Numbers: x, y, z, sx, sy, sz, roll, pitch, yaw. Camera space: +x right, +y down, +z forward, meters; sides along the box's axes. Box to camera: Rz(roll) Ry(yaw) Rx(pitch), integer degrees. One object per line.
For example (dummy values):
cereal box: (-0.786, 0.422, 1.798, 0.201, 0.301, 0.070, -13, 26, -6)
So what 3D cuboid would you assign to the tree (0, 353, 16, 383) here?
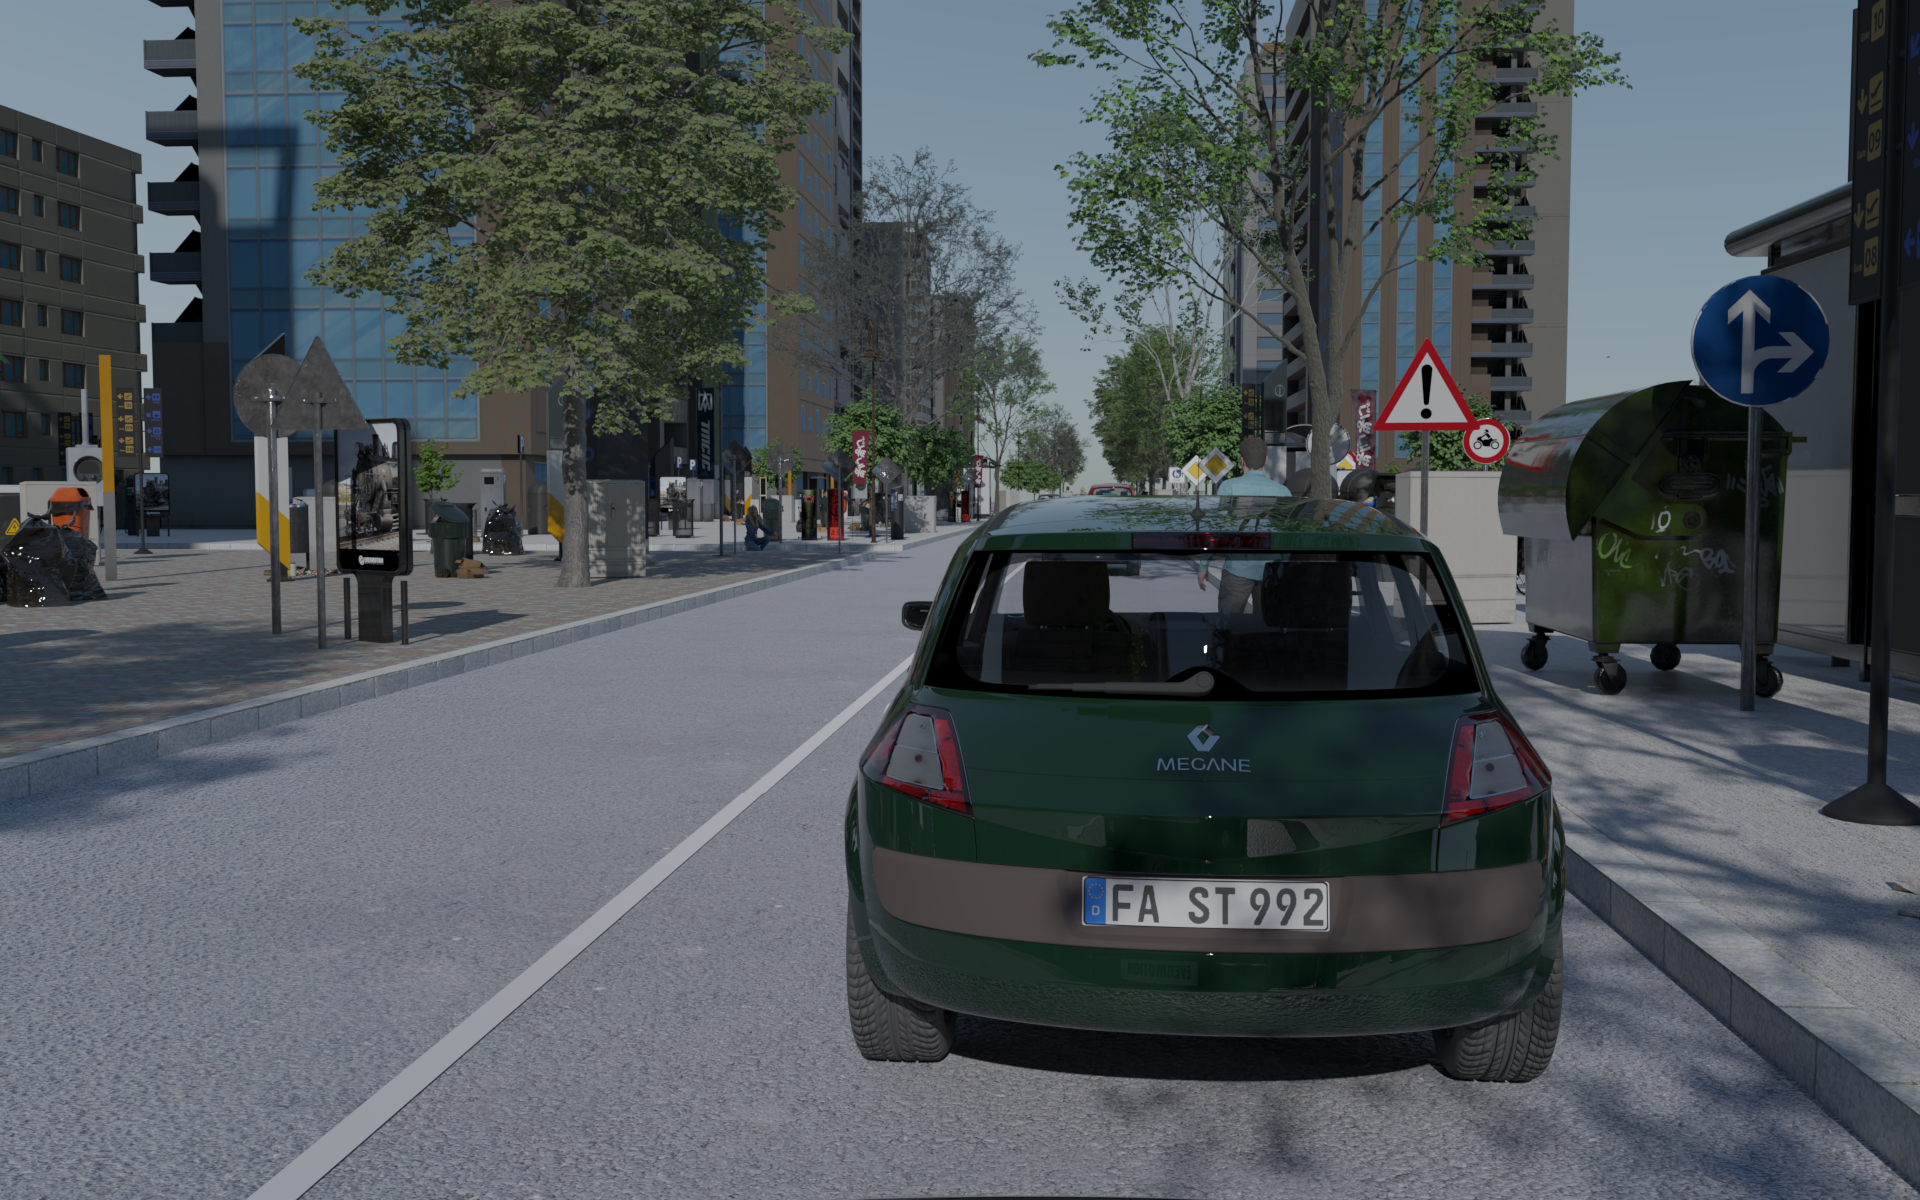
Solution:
tree: (-5.832, -0.848, 8.472, 1.663, 3.219, 1.824, 0, 3, 0)

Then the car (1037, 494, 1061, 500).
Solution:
car: (5.189, -5.364, 99.493, 2.131, 1.459, 4.920, 0, 4, 4)

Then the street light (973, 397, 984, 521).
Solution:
street light: (0.861, -6.721, 82.672, 0.468, 5.910, 1.993, 0, 4, 5)

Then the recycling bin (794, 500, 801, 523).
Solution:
recycling bin: (-7.377, -4.016, 78.216, 0.722, 1.027, 0.722, 3, 4, 36)

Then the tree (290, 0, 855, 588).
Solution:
tree: (-5.365, -6.475, 23.995, 7.486, 12.596, 7.792, 0, 3, 0)

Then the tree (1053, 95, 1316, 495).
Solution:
tree: (10.660, -13.786, 81.295, 12.611, 20.169, 13.585, 0, 3, 0)

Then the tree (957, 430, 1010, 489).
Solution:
tree: (-0.955, -5.324, 70.763, 4.285, 4.588, 4.351, 0, 3, 0)

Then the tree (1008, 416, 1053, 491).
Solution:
tree: (6.362, -12.377, 152.733, 4.360, 8.622, 3.978, 0, 3, 0)

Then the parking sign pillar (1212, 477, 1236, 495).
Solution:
parking sign pillar: (9.398, -4.369, 59.907, 1.447, 3.967, 1.447, -1, 4, -10)

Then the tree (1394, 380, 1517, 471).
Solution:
tree: (14.399, -4.076, 50.355, 4.285, 4.588, 4.351, 0, 3, 0)

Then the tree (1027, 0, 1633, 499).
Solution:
tree: (4.656, -5.889, 22.033, 9.928, 11.665, 9.643, 0, 3, 0)

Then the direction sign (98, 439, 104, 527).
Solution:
direction sign: (-33.147, -4.574, 66.790, 0.379, 3.537, 0.876, 1, 4, 18)

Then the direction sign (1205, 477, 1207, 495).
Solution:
direction sign: (14.116, -6.395, 96.560, 0.379, 3.537, 0.876, -3, 5, -40)

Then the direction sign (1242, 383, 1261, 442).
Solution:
direction sign: (6.127, -2.671, 35.674, 0.876, 3.537, 0.379, -2, 4, -34)

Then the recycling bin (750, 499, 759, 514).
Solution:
recycling bin: (-9.354, -4.185, 80.981, 0.722, 1.027, 0.722, 1, 4, 10)

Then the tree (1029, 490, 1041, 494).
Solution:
tree: (7.259, -10.485, 166.023, 1.663, 3.219, 1.824, 0, 3, 0)

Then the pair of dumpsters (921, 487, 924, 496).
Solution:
pair of dumpsters: (-2.800, -5.289, 88.963, 1.574, 2.255, 4.437, 0, 4, 5)

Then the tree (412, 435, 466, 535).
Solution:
tree: (-16.731, -3.670, 54.610, 1.663, 3.219, 1.824, 0, 3, 0)

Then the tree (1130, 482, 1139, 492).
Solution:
tree: (24.404, -15.384, 246.125, 1.663, 3.219, 1.824, 0, 3, 0)

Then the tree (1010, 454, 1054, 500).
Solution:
tree: (4.681, -9.475, 138.628, 4.285, 4.588, 4.351, 0, 3, 0)

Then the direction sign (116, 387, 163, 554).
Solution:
direction sign: (-17.466, -2.748, 36.934, 0.876, 3.537, 0.379, -1, 4, -22)

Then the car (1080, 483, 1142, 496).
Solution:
car: (5.384, -3.237, 61.599, 2.281, 1.827, 5.304, 0, 4, 4)

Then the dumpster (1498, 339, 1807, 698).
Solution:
dumpster: (4.615, -0.564, 11.716, 1.502, 2.255, 1.985, 0, 4, 5)

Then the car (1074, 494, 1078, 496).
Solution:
car: (14.755, -12.378, 214.379, 2.014, 1.417, 4.499, 0, 4, 4)

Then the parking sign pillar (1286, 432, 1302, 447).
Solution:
parking sign pillar: (10.717, -4.234, 57.693, 1.447, 3.967, 1.447, 1, 4, 10)

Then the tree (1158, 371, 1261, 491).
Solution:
tree: (6.967, -3.839, 46.483, 4.285, 4.588, 4.351, 0, 3, 0)

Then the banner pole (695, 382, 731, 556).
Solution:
banner pole: (-5.125, -2.799, 35.783, 0.863, 3.779, 0.401, 2, 4, 31)

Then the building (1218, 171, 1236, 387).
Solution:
building: (54.004, -41.116, 261.481, 28.713, 52.752, 27.495, 0, 4, 5)

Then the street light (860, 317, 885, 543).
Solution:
street light: (-2.270, -4.441, 45.405, 0.468, 5.910, 1.993, 0, 4, 5)

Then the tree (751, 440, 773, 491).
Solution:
tree: (-10.518, -7.045, 98.891, 4.285, 4.588, 4.351, 0, 3, 0)

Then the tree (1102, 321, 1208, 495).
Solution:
tree: (13.174, -11.999, 114.316, 7.486, 12.596, 7.792, 0, 3, 0)

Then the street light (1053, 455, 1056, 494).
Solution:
street light: (11.140, -14.170, 204.471, 0.468, 5.910, 1.993, 0, 4, 5)

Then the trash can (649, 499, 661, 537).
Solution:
trash can: (-9.297, -2.457, 51.833, 0.748, 1.137, 0.748, 0, 3, 0)

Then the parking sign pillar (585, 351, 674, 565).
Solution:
parking sign pillar: (-6.271, -2.628, 31.441, 1.447, 3.967, 1.447, 2, 4, 35)

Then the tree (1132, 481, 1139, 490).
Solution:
tree: (22.953, -16.794, 224.943, 4.360, 8.622, 3.978, 0, 3, 0)

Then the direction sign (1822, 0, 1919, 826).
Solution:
direction sign: (3.631, -0.903, 6.761, 0.379, 3.537, 0.876, 1, 4, 9)

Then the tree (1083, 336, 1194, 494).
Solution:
tree: (14.463, -14.126, 137.609, 9.857, 13.997, 8.962, 0, 3, 0)

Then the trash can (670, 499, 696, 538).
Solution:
trash can: (-8.053, -2.367, 50.350, 0.748, 1.137, 0.748, 0, 3, 0)

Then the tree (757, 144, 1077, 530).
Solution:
tree: (-1.982, -9.241, 61.453, 12.009, 13.543, 11.850, 0, 3, 0)

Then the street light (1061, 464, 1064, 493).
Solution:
street light: (14.334, -16.448, 241.708, 0.468, 5.910, 1.993, 0, 4, 5)

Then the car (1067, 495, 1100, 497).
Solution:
car: (2.458, -1.213, 31.835, 2.014, 1.417, 4.499, 0, 4, 6)

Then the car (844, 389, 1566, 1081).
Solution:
car: (0.730, 0.250, 5.697, 2.009, 1.686, 4.222, 0, 4, 6)

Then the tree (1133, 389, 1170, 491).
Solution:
tree: (13.701, -10.516, 122.295, 4.737, 8.622, 4.395, 0, 3, 0)

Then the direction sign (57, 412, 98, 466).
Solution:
direction sign: (-24.493, -3.428, 48.045, 0.876, 3.537, 0.379, -1, 4, -21)

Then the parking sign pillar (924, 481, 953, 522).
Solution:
parking sign pillar: (-1.010, -5.688, 81.473, 1.447, 3.967, 1.447, -1, 4, -20)

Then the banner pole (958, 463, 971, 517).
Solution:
banner pole: (0.292, -6.641, 98.597, 0.863, 3.779, 0.401, 2, 4, 24)

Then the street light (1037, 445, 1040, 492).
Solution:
street light: (7.255, -11.381, 158.864, 0.468, 5.910, 1.993, 0, 4, 5)

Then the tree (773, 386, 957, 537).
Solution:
tree: (-2.793, -4.205, 52.459, 4.285, 4.588, 4.351, 0, 3, 0)

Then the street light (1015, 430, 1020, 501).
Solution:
street light: (4.127, -9.103, 121.622, 0.468, 5.910, 1.993, 0, 4, 5)

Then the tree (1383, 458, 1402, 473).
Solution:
tree: (23.298, -6.011, 92.881, 1.663, 3.219, 1.824, 0, 3, 0)

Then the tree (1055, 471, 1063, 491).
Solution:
tree: (6.154, -9.926, 145.996, 4.285, 4.588, 4.351, 0, 3, 0)

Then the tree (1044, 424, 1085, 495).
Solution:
tree: (16.323, -21.789, 274.378, 7.486, 12.596, 7.792, 0, 3, 0)

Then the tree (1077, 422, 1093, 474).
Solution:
tree: (12.308, -19.409, 227.707, 12.009, 13.543, 11.850, 0, 3, 0)

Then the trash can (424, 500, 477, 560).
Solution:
trash can: (-8.307, -1.027, 28.437, 0.748, 1.137, 0.748, 0, 3, 0)

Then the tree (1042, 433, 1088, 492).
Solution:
tree: (15.368, -19.891, 259.626, 8.767, 10.594, 7.601, 1, 4, 16)
